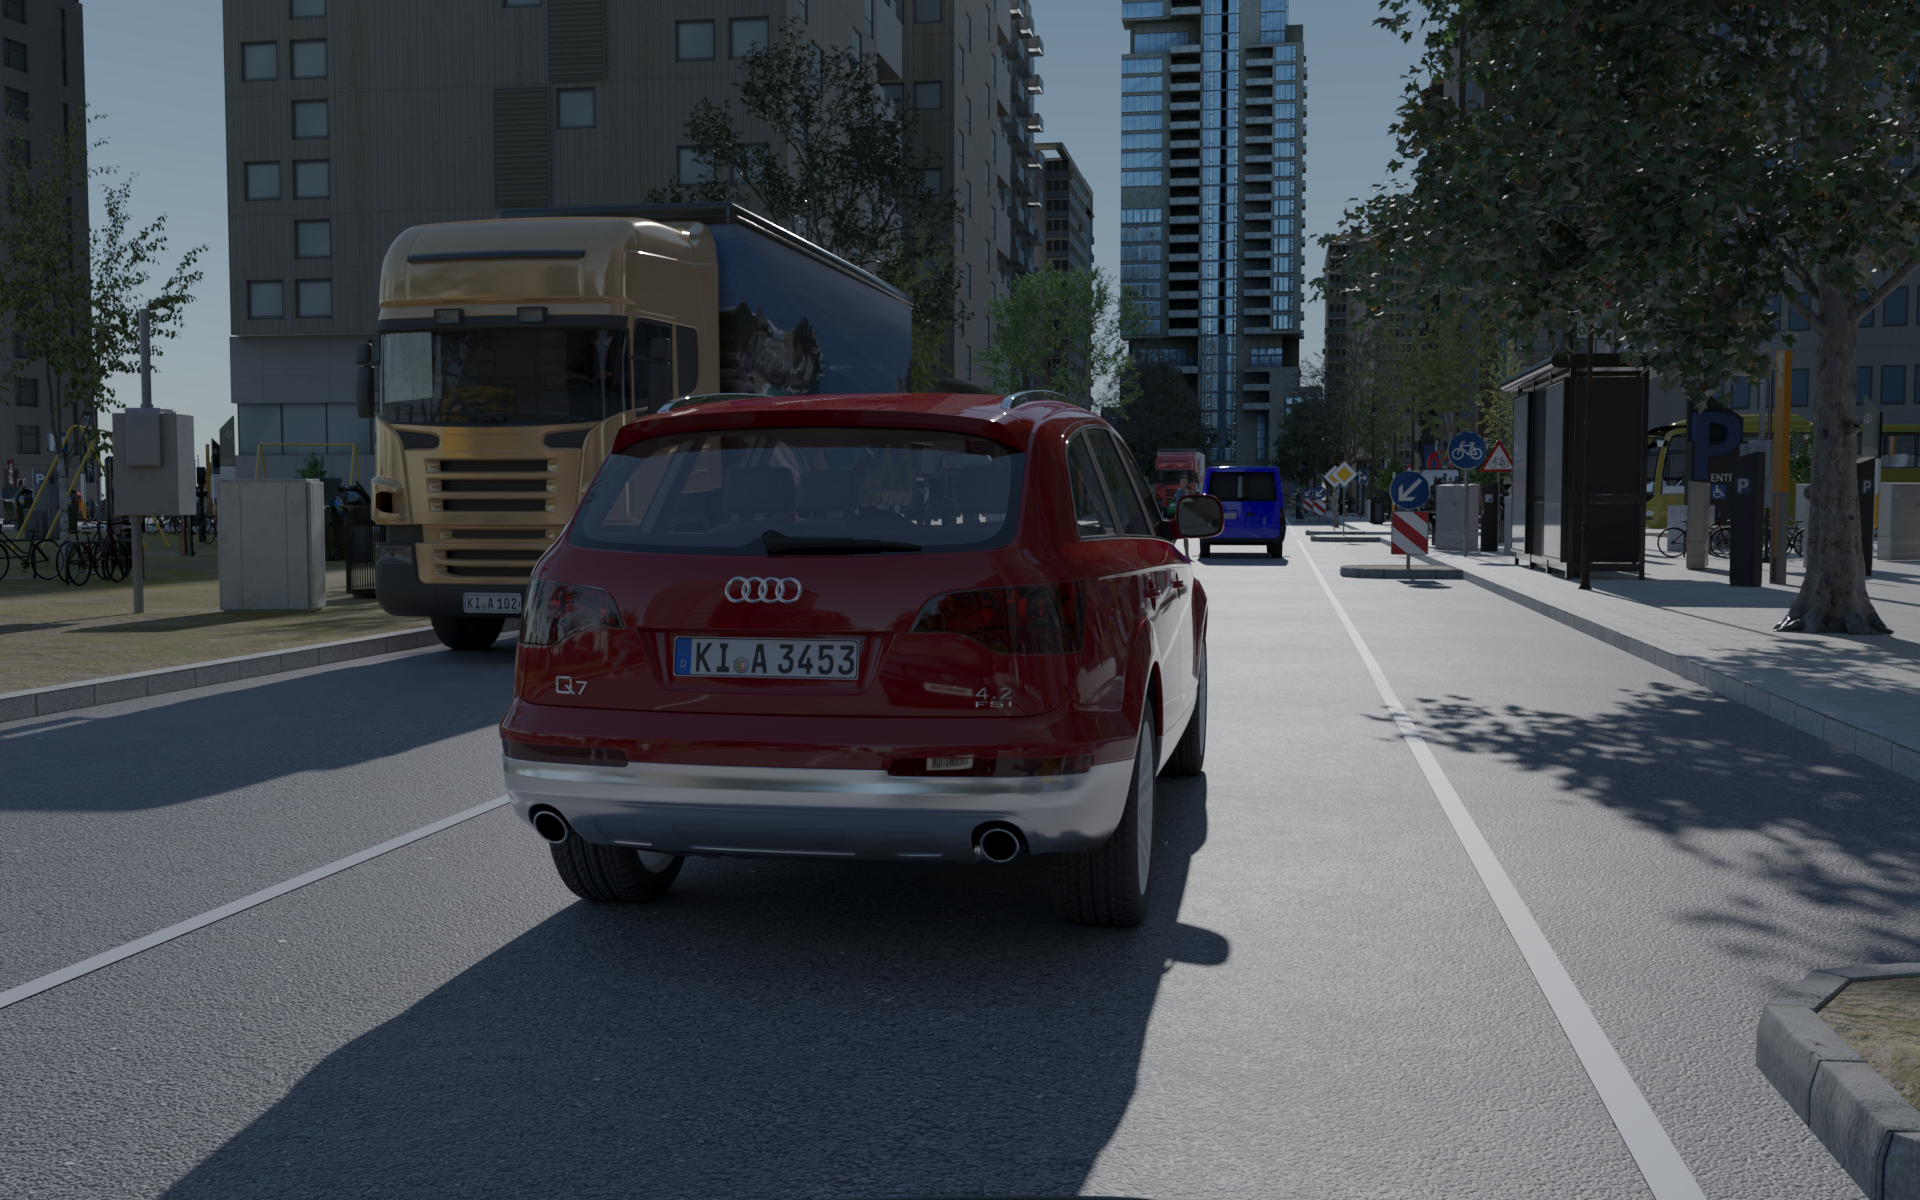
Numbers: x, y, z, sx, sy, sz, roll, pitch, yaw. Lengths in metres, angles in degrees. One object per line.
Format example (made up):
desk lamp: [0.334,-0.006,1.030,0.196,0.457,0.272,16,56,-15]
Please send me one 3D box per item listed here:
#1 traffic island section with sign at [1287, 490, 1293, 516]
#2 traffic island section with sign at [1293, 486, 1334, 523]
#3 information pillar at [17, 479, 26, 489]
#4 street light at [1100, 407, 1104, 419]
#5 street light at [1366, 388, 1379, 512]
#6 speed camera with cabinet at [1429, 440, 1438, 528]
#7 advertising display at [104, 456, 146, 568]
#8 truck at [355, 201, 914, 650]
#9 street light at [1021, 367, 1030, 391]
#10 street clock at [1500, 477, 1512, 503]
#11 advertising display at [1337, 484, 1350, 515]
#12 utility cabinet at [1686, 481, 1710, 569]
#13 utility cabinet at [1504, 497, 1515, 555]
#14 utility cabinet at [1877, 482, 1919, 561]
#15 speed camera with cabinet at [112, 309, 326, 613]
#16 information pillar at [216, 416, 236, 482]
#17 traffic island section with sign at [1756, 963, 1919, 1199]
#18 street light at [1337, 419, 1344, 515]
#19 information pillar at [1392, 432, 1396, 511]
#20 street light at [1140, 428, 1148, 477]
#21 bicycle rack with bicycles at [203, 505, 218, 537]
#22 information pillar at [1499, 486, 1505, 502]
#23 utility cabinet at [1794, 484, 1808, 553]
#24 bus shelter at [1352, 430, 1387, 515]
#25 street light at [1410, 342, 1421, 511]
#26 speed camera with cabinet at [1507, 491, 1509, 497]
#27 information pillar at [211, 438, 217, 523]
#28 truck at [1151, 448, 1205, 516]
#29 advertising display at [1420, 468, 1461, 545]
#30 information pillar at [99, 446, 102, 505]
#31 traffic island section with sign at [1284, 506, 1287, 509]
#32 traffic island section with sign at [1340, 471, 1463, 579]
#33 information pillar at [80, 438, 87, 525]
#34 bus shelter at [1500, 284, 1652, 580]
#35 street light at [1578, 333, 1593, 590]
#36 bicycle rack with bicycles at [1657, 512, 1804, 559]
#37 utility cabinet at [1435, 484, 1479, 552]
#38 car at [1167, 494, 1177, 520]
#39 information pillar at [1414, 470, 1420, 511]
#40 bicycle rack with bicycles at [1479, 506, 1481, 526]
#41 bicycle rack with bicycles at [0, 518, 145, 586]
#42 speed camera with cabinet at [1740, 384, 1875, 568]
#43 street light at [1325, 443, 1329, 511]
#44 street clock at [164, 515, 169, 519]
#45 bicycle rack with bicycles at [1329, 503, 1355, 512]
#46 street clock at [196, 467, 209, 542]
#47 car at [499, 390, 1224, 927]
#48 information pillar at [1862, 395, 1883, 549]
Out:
traffic island section with sign: [22.384,-6.327,112.076,1.989,1.847,2.006,1,4,10]
traffic island section with sign: [17.623,-4.704,85.543,1.989,1.847,2.006,1,4,10]
information pillar: [-45.444,-4.857,83.903,0.304,2.012,0.304,-1,4,-13]
street light: [7.523,-7.272,91.682,0.468,5.910,1.993,1,4,10]
street light: [17.968,-6.281,75.489,0.468,5.910,1.993,1,4,10]
speed camera with cabinet: [17.342,-4.285,64.395,0.660,3.252,2.038,0,4,1]
advertising display: [-14.512,-1.524,30.128,0.123,1.923,0.974,0,4,7]
truck: [-2.922,-1.846,19.095,2.839,4.237,11.283,1,4,11]
street light: [2.411,-5.523,63.092,0.468,5.910,1.993,1,4,10]
street clock: [22.701,-4.128,72.059,0.471,2.002,0.358,-1,4,-22]
advertising display: [24.026,-6.328,108.681,0.123,1.923,0.974,-3,5,-43]
utility cabinet: [12.703,-1.290,29.772,0.318,1.500,1.173,2,4,26]
utility cabinet: [11.944,-1.554,36.570,1.020,1.237,0.306,-2,4,-33]
utility cabinet: [18.106,-1.495,33.114,1.173,1.500,0.318,-1,4,-23]
speed camera with cabinet: [-8.040,-1.498,18.828,2.038,3.252,0.660,0,4,-5]
information pillar: [-21.888,-3.698,51.823,0.504,3.616,0.183,1,4,14]
traffic island section with sign: [2.899,0.302,3.695,1.989,1.847,2.006,1,4,10]
street light: [22.946,-8.054,104.475,0.468,5.910,1.993,1,4,10]
information pillar: [16.445,-4.542,65.619,0.183,3.616,0.504,1,4,15]
street light: [12.753,-9.036,120.520,0.468,5.910,1.993,1,4,10]
bicycle rack with bicycles: [-17.658,-1.895,44.360,2.925,0.926,2.852,3,4,39]
information pillar: [28.297,-5.264,90.553,0.304,2.012,0.304,0,4,5]
utility cabinet: [18.589,-1.752,37.320,1.173,1.500,0.318,-1,4,-17]
bus shelter: [25.306,-7.884,106.531,2.179,5.291,8.768,1,4,10]
street light: [13.547,-4.832,51.796,0.468,5.910,1.993,1,4,10]
speed camera with cabinet: [34.423,-7.019,109.099,2.038,3.252,0.660,3,4,36]
information pillar: [-31.028,-4.954,72.360,0.183,3.616,0.504,2,4,31]
truck: [13.771,-7.314,108.504,2.839,4.237,11.283,1,4,11]
advertising display: [11.962,-2.322,43.182,0.974,1.923,0.123,1,4,23]
information pillar: [-42.424,-5.751,85.377,0.183,3.616,0.504,-3,4,-38]
traffic island section with sign: [31.177,-9.317,160.968,1.989,1.847,2.006,1,4,10]
traffic island section with sign: [7.673,-1.321,30.225,1.989,1.847,2.006,1,4,10]
information pillar: [-36.215,-4.904,71.528,0.183,3.616,0.504,-3,4,-38]
bus shelter: [10.639,-3.196,29.884,2.179,5.291,8.768,1,4,10]
street light: [8.422,-3.081,23.157,0.468,5.910,1.993,1,4,10]
bicycle rack with bicycles: [15.924,-1.318,34.926,2.925,0.926,2.852,3,5,40]
utility cabinet: [11.012,-1.818,38.402,0.318,1.500,1.173,-1,4,-19]
car: [12.450,-5.303,95.505,1.959,1.807,4.718,1,4,12]
information pillar: [14.127,-2.982,53.243,0.304,2.012,0.304,-2,4,-27]
bicycle rack with bicycles: [23.864,-3.890,76.987,2.852,0.926,2.925,2,4,27]
bicycle rack with bicycles: [-13.094,-0.731,25.337,2.852,0.926,2.925,1,4,9]
speed camera with cabinet: [14.465,-2.156,29.592,2.038,3.252,0.660,3,4,37]
street light: [28.201,-9.795,132.941,0.468,5.910,1.993,1,4,10]
street clock: [-40.925,-5.179,89.252,0.471,2.002,0.358,1,4,22]
bicycle rack with bicycles: [27.927,-6.781,124.246,2.925,0.926,2.852,-3,5,-44]
street clock: [-20.110,-2.530,45.937,0.358,2.002,0.471,-1,4,-23]
car: [-0.055,0.076,7.423,2.281,1.827,5.304,1,4,11]
information pillar: [21.384,-3.017,40.679,0.183,3.616,0.504,-1,4,-21]
